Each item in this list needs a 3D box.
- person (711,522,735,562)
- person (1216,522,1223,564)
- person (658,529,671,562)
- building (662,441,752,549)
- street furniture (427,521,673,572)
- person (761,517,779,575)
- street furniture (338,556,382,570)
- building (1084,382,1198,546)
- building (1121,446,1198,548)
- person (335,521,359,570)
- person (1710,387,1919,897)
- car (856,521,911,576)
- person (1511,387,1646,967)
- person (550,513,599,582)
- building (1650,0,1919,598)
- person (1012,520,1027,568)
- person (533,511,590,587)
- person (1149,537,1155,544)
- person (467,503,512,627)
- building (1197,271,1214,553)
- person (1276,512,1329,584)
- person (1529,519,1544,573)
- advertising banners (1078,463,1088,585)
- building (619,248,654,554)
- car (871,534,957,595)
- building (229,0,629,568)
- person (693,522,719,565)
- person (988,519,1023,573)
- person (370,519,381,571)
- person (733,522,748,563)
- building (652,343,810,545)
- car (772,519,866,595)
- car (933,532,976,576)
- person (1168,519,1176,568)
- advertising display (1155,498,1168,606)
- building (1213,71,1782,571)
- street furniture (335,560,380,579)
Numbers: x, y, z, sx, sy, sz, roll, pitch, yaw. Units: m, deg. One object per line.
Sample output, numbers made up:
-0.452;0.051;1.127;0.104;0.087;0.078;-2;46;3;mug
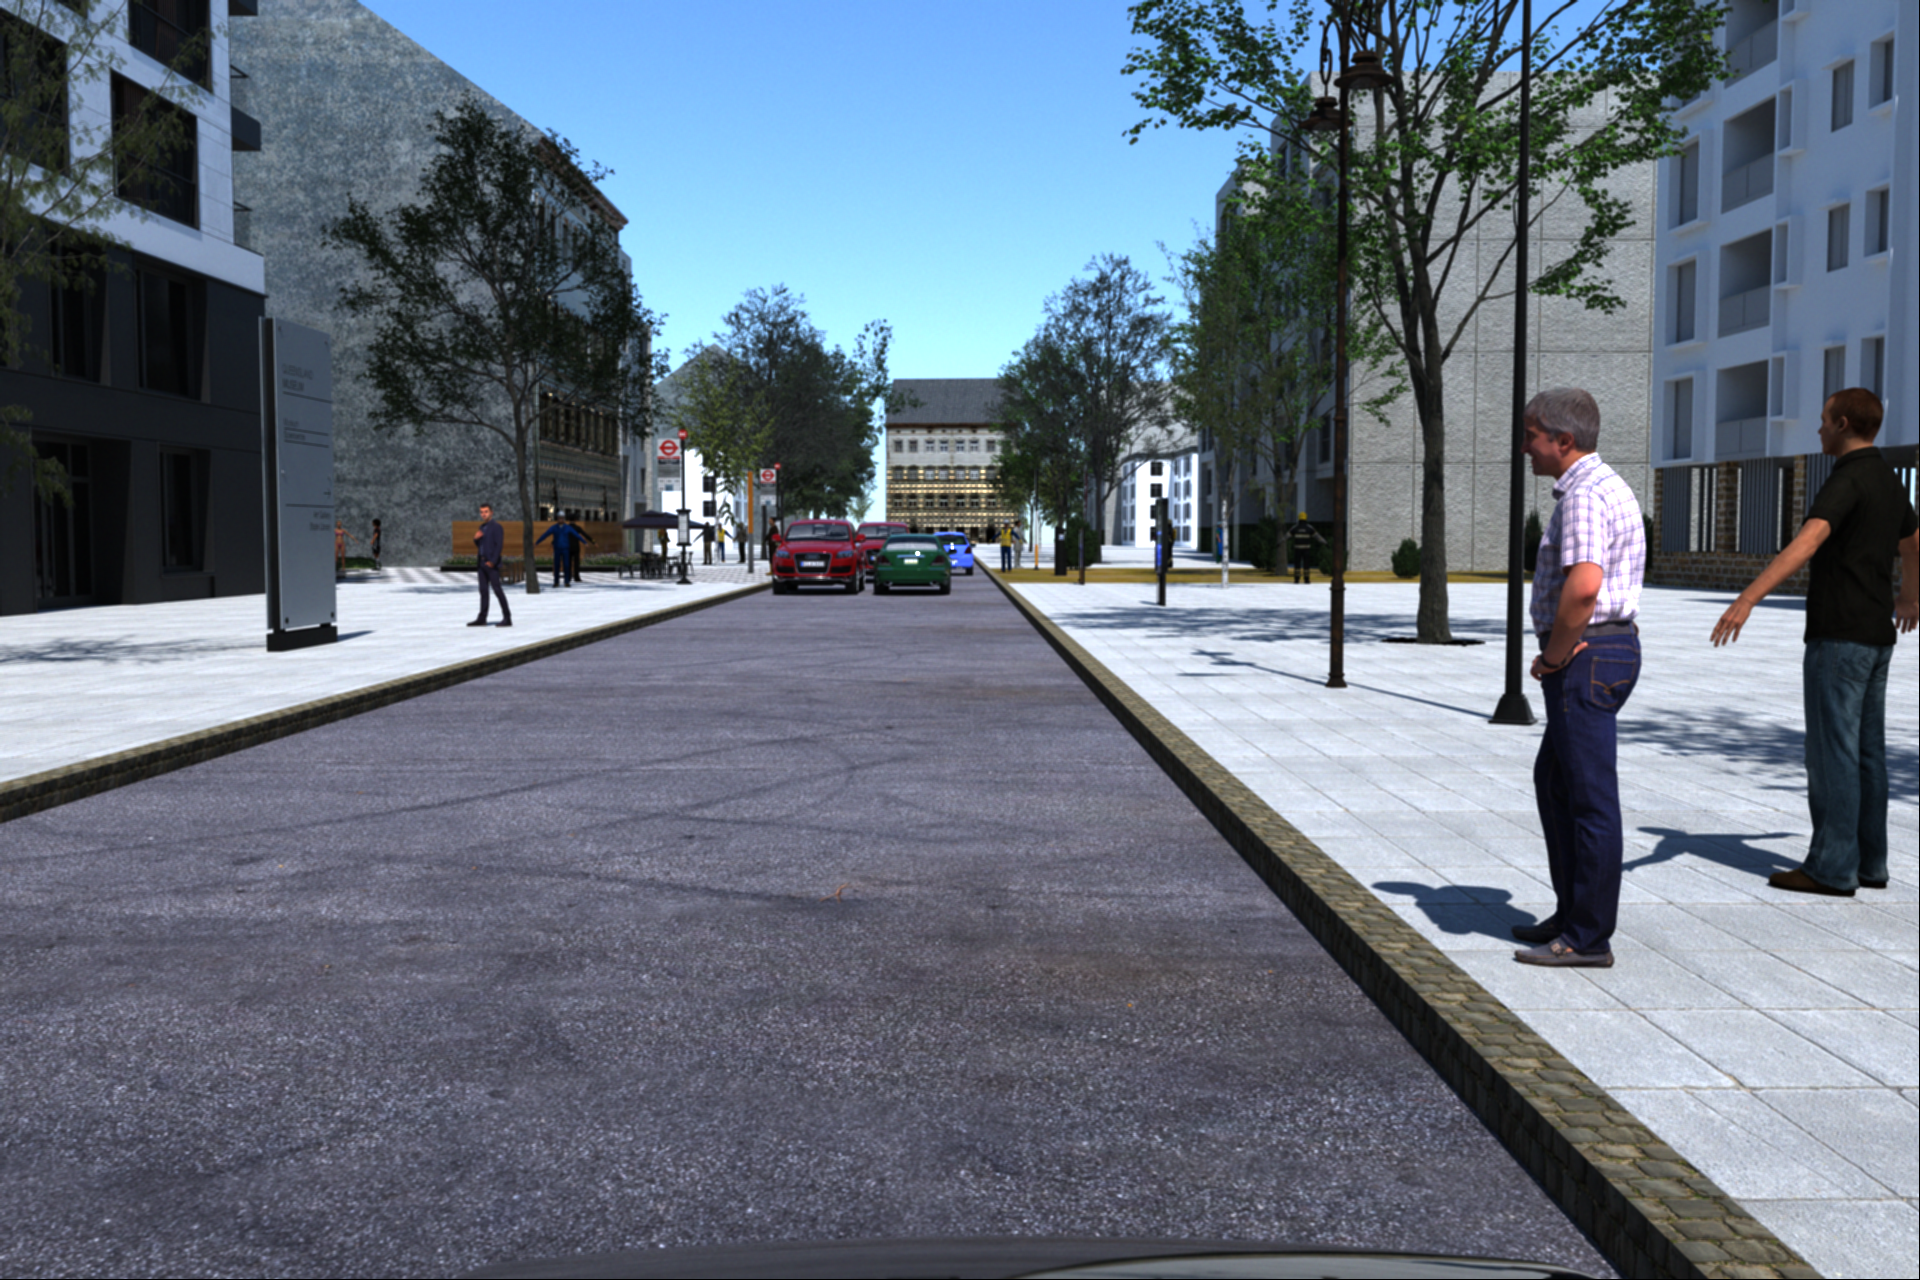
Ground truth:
-10.895;-4.451;78.737;1.349;1.833;0.705;-1;4;-14;person
11.121;-4.151;73.992;0.704;1.817;1.347;1;4;17;person
-12.899;-4.279;75.731;0.705;1.858;1.354;0;4;2;person
-24.813;-13.925;169.824;9.099;9.664;28.070;0;4;0;building
-14.006;-3.272;60.358;11.010;1.723;9.812;0;4;6;street furniture
-5.853;-2.920;53.874;0.704;1.812;1.346;-2;4;-26;person
-26.412;-2.861;62.396;10.072;0.657;5.734;0;4;2;street furniture
24.548;-20.979;209.471;16.747;18.905;31.486;0;4;0;building
22.596;-14.467;178.674;9.099;9.664;28.070;0;4;-1;building
-20.794;-3.135;58.067;1.217;1.733;0.721;-2;4;-24;person
3.175;-0.002;6.250;1.348;1.803;0.705;-3;4;-37;person
-2.326;-2.680;52.488;2.281;1.827;5.304;0;4;-1;car
1.791;0.112;5.145;0.436;1.711;0.756;3;4;37;person
-10.309;-2.461;46.166;1.347;1.837;0.705;1;4;9;person
22.443;-11.309;41.322;16.016;20.090;11.380;0;4;-1;building
2.215;-3.629;65.517;0.705;1.806;1.347;1;4;22;person
-9.641;-2.202;41.886;1.347;1.842;0.705;-1;4;-11;person
9.501;-4.500;82.844;0.991;1.433;0.599;2;4;24;person
-6.541;-1.044;24.037;0.530;1.710;0.541;-3;4;-37;person
25.378;-14.696;106.731;16.747;18.905;31.486;0;4;-1;building
8.839;-2.382;44.711;1.351;1.858;0.704;1;4;15;person
19.140;-3.162;57.556;1.347;1.847;0.705;-1;4;-16;person
3.113;-2.917;43.889;0.090;3.025;2.074;0;3;0;advertising banners
-29.300;-14.463;102.928;16.747;18.905;31.486;0;4;-1;building
-1.131;-1.868;42.338;2.131;1.459;4.920;0;3;0;car
-25.552;-14.896;74.473;19.493;23.208;18.063;0;4;-1;building
-10.545;-4.032;72.202;1.348;1.796;0.705;2;4;31;person
1.505;-3.109;57.294;1.216;1.772;0.721;1;4;22;person
-20.538;-3.347;60.872;0.704;1.843;1.345;-1;4;-14;person
-9.654;-4.300;76.436;0.705;1.813;1.348;-2;4;-33;person
-28.227;-23.098;208.579;19.493;23.208;18.063;0;4;0;building
-3.427;-2.079;42.662;2.281;1.827;5.304;0;4;0;car
-0.396;-3.143;60.973;1.945;1.707;3.694;0;4;-1;car
7.903;-3.666;65.714;0.705;1.856;1.354;2;4;28;person
3.627;-1.589;31.187;0.123;1.923;0.974;0;4;0;advertising display
21.716;-12.754;74.981;16.747;18.905;31.486;0;4;0;building
-21.307;-2.545;48.470;11.010;1.723;9.812;0;4;-3;street furniture
